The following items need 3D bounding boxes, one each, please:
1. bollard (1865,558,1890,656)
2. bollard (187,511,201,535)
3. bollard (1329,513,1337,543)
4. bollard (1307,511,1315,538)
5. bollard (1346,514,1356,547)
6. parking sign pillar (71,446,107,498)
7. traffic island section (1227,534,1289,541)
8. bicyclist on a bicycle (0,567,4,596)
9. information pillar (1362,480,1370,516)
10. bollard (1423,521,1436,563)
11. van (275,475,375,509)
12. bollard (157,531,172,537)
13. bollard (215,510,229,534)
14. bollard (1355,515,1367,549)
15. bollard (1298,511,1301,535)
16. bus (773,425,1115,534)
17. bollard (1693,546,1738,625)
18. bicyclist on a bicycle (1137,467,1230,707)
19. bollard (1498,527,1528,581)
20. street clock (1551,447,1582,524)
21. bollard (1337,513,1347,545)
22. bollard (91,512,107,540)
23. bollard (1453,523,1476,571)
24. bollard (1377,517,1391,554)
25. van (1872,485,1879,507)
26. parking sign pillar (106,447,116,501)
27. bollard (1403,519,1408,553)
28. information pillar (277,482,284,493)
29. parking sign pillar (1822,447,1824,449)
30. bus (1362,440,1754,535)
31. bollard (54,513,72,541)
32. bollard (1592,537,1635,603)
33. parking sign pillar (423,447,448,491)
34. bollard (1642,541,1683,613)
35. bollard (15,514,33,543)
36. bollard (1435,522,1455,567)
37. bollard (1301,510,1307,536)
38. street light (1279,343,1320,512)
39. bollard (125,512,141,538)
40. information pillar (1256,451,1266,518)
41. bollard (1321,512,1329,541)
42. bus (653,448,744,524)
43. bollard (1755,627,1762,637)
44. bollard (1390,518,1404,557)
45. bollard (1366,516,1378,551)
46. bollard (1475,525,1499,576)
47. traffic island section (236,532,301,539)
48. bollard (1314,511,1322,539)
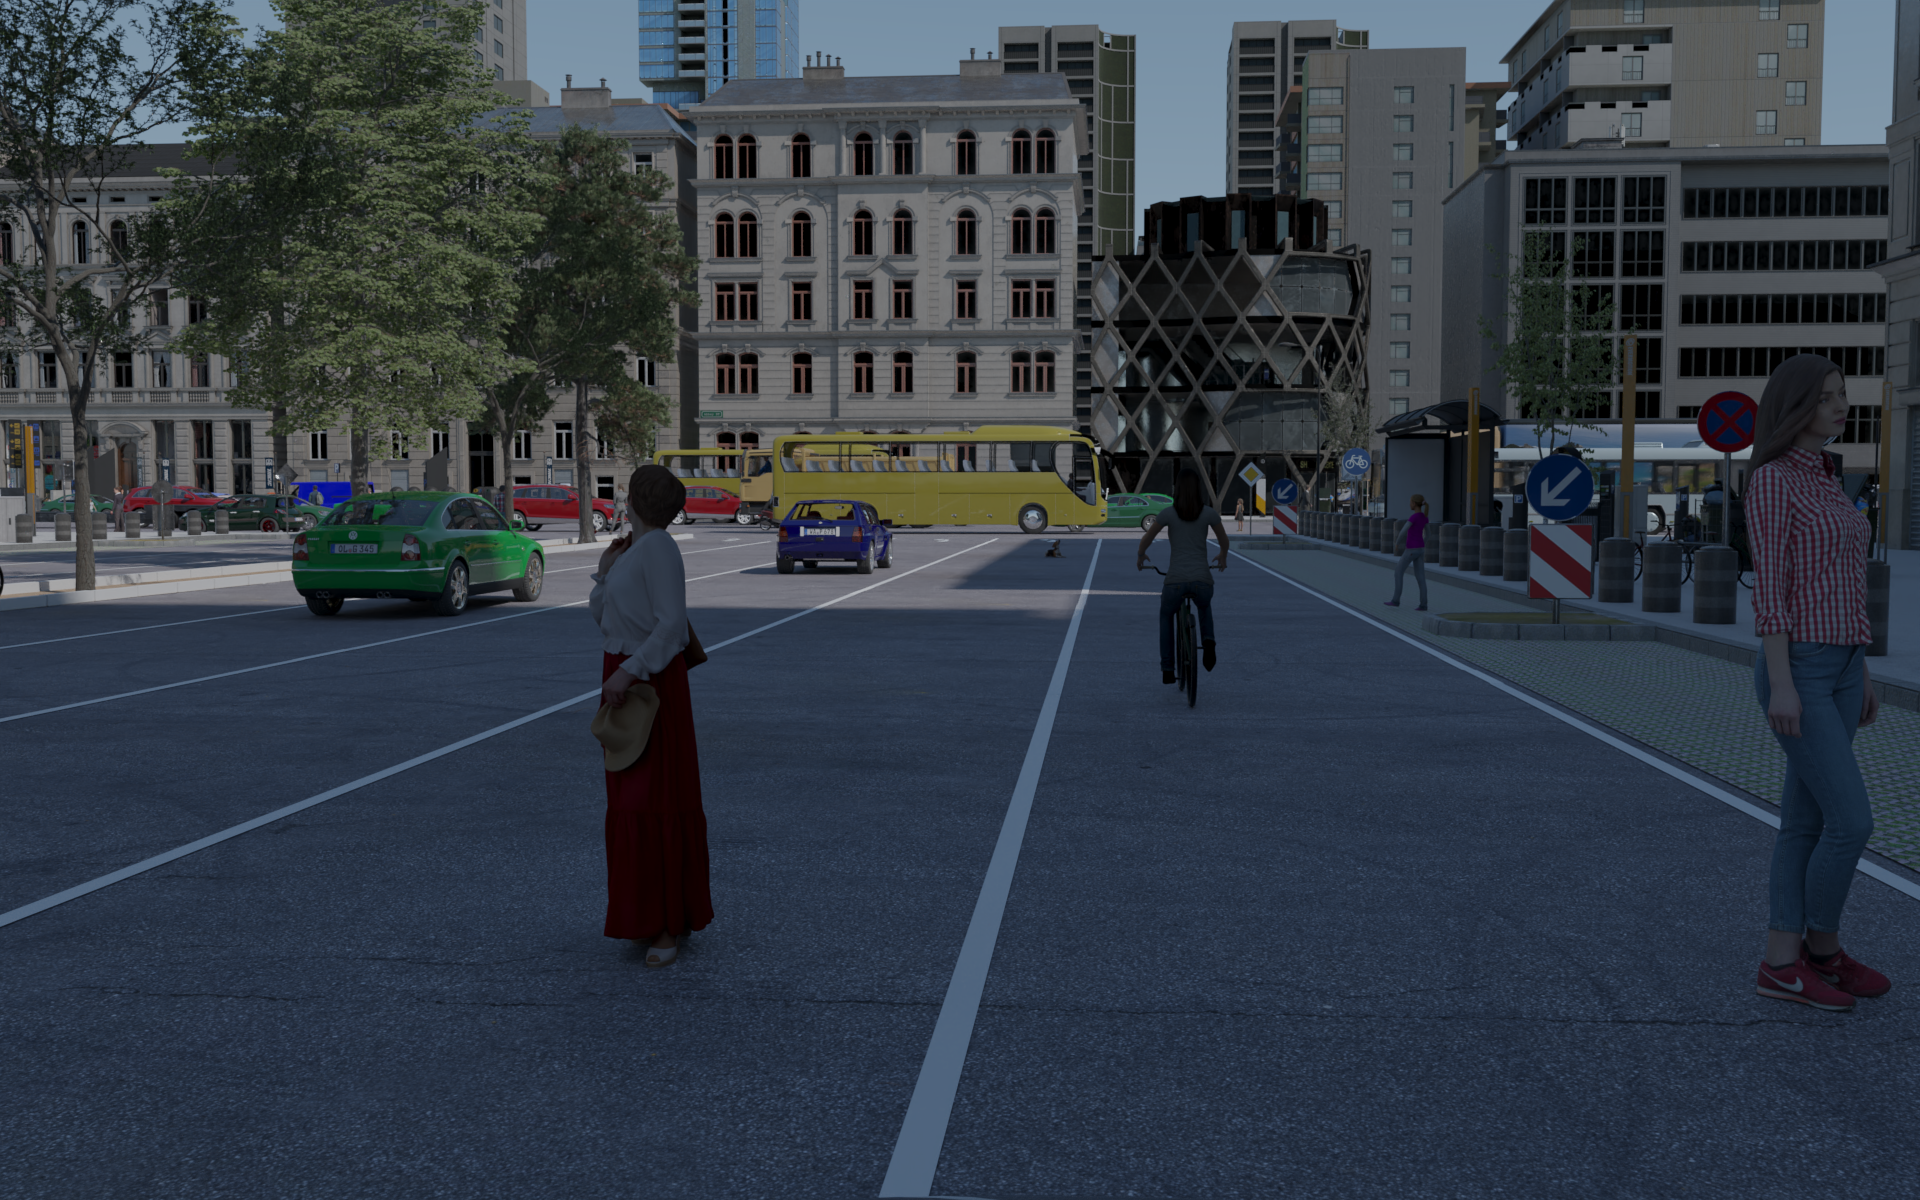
[{"bbox_3d":[7.205,0.053,13.850,0.404,0.777,0.398,0,3,0],"label":"bollard"},{"bbox_3d":[-23.834,-2.396,53.898,0.404,0.777,0.398,0,3,0],"label":"bollard"},{"bbox_3d":[10.041,-1.900,45.780,0.404,0.777,0.398,0,3,0],"label":"bollard"},{"bbox_3d":[10.484,-2.208,50.810,0.404,0.777,0.398,0,3,0],"label":"bollard"},{"bbox_3d":[9.739,-1.694,42.413,0.404,0.777,0.398,0,3,0],"label":"bollard"},{"bbox_3d":[-49.112,-6.637,96.979,1.447,3.967,1.447,1,4,17],"label":"parking sign pillar"},{"bbox_3d":[9.016,-1.917,53.622,2.009,0.180,2.903,0,4,5],"label":"traffic island section"},{"bbox_3d":[-12.569,-0.718,21.763,1.499,1.676,1.625,0,4,7],"label":"bicyclist on a bicycle"},{"bbox_3d":[20.959,-5.189,89.340,0.304,2.012,0.304,3,5,41],"label":"information pillar"},{"bbox_3d":[8.845,-1.077,32.322,0.404,0.777,0.398,0,3,0],"label":"bollard"},{"bbox_3d":[-31.593,-4.949,85.301,5.245,2.365,2.240,0,4,3],"label":"van"},{"bbox_3d":[-23.986,-2.294,52.220,0.404,0.777,0.398,0,3,0],"label":"bollard"},{"bbox_3d":[-23.687,-2.499,55.574,0.404,0.777,0.398,0,3,0],"label":"bollard"},{"bbox_3d":[9.590,-1.590,40.720,0.404,0.777,0.398,0,3,0],"label":"bollard"},{"bbox_3d":[10.785,-2.415,54.198,0.404,0.777,0.398,0,3,0],"label":"bollard"},{"bbox_3d":[-0.544,-4.361,62.854,12.252,3.916,2.896,0,4,4],"label":"bus"},{"bbox_3d":[7.504,-0.152,17.203,0.404,0.777,0.398,0,3,0],"label":"bollard"},{"bbox_3d":[1.580,-0.127,12.105,1.499,1.676,1.625,0,4,4],"label":"bicyclist on a bicycle"},{"bbox_3d":[8.245,-0.666,25.610,0.404,0.777,0.398,0,3,0],"label":"bollard"},{"bbox_3d":[9.306,-1.351,26.662,0.358,2.002,0.471,-2,4,-26],"label":"street clock"},{"bbox_3d":[9.893,-1.797,44.103,0.404,0.777,0.398,0,3,0],"label":"bollard"},{"bbox_3d":[-24.284,-2.087,48.845,0.404,0.777,0.398,0,3,0],"label":"bollard"},{"bbox_3d":[8.546,-0.872,28.968,0.404,0.777,0.398,0,3,0],"label":"bollard"},{"bbox_3d":[9.289,-1.385,37.364,0.404,0.777,0.398,0,3,0],"label":"bollard"},{"bbox_3d":[41.928,-4.466,80.034,2.013,2.044,4.112,0,4,5],"label":"van"},{"bbox_3d":[-49.390,-6.810,99.808,1.447,3.967,1.447,-2,4,-30],"label":"parking sign pillar"},{"bbox_3d":[8.995,-1.179,34.000,0.404,0.777,0.398,0,3,0],"label":"bollard"},{"bbox_3d":[-39.937,-5.958,101.912,0.304,2.012,0.304,1,4,21],"label":"information pillar"},{"bbox_3d":[46.221,-6.405,93.194,1.447,3.967,1.447,0,4,3],"label":"parking sign pillar"},{"bbox_3d":[19.923,-3.932,59.150,13.247,3.499,2.948,0,4,6],"label":"bus"},{"bbox_3d":[-24.433,-1.985,47.169,0.404,0.777,0.398,0,3,0],"label":"bollard"},{"bbox_3d":[7.800,-0.358,20.575,0.404,0.777,0.398,0,3,0],"label":"bollard"},{"bbox_3d":[-29.991,-6.763,99.047,1.447,3.967,1.447,3,5,45],"label":"parking sign pillar"},{"bbox_3d":[7.655,-0.255,18.883,0.404,0.777,0.398,0,3,0],"label":"bollard"},{"bbox_3d":[-24.585,-1.882,45.482,0.404,0.777,0.398,0,3,0],"label":"bollard"},{"bbox_3d":[8.692,-0.974,30.645,0.404,0.777,0.398,0,3,0],"label":"bollard"},{"bbox_3d":[10.633,-2.311,52.509,0.404,0.777,0.398,0,3,0],"label":"bollard"},{"bbox_3d":[10.467,-4.935,53.227,1.470,5.913,1.316,0,4,5],"label":"street light"},{"bbox_3d":[-24.137,-2.190,50.522,0.404,0.777,0.398,0,3,0],"label":"bollard"},{"bbox_3d":[16.462,-6.315,94.607,0.504,3.616,0.183,1,4,14],"label":"information pillar"},{"bbox_3d":[10.190,-2.002,47.456,0.404,0.777,0.398,0,3,0],"label":"bollard"},{"bbox_3d":[-8.647,-5.674,84.321,12.252,3.916,2.896,0,4,4],"label":"bus"},{"bbox_3d":[7.353,-0.050,15.527,0.404,0.777,0.398,0,3,0],"label":"bollard"},{"bbox_3d":[9.142,-1.282,35.678,0.404,0.777,0.398,0,3,0],"label":"bollard"},{"bbox_3d":[9.439,-1.488,39.040,0.404,0.777,0.398,0,3,0],"label":"bollard"},{"bbox_3d":[8.401,-0.769,27.291,0.404,0.777,0.398,0,3,0],"label":"bollard"},{"bbox_3d":[-21.904,-2.084,56.359,2.009,0.180,2.903,0,4,5],"label":"traffic island section"},{"bbox_3d":[10.336,-2.105,49.133,0.404,0.777,0.398,0,3,0],"label":"bollard"}]
